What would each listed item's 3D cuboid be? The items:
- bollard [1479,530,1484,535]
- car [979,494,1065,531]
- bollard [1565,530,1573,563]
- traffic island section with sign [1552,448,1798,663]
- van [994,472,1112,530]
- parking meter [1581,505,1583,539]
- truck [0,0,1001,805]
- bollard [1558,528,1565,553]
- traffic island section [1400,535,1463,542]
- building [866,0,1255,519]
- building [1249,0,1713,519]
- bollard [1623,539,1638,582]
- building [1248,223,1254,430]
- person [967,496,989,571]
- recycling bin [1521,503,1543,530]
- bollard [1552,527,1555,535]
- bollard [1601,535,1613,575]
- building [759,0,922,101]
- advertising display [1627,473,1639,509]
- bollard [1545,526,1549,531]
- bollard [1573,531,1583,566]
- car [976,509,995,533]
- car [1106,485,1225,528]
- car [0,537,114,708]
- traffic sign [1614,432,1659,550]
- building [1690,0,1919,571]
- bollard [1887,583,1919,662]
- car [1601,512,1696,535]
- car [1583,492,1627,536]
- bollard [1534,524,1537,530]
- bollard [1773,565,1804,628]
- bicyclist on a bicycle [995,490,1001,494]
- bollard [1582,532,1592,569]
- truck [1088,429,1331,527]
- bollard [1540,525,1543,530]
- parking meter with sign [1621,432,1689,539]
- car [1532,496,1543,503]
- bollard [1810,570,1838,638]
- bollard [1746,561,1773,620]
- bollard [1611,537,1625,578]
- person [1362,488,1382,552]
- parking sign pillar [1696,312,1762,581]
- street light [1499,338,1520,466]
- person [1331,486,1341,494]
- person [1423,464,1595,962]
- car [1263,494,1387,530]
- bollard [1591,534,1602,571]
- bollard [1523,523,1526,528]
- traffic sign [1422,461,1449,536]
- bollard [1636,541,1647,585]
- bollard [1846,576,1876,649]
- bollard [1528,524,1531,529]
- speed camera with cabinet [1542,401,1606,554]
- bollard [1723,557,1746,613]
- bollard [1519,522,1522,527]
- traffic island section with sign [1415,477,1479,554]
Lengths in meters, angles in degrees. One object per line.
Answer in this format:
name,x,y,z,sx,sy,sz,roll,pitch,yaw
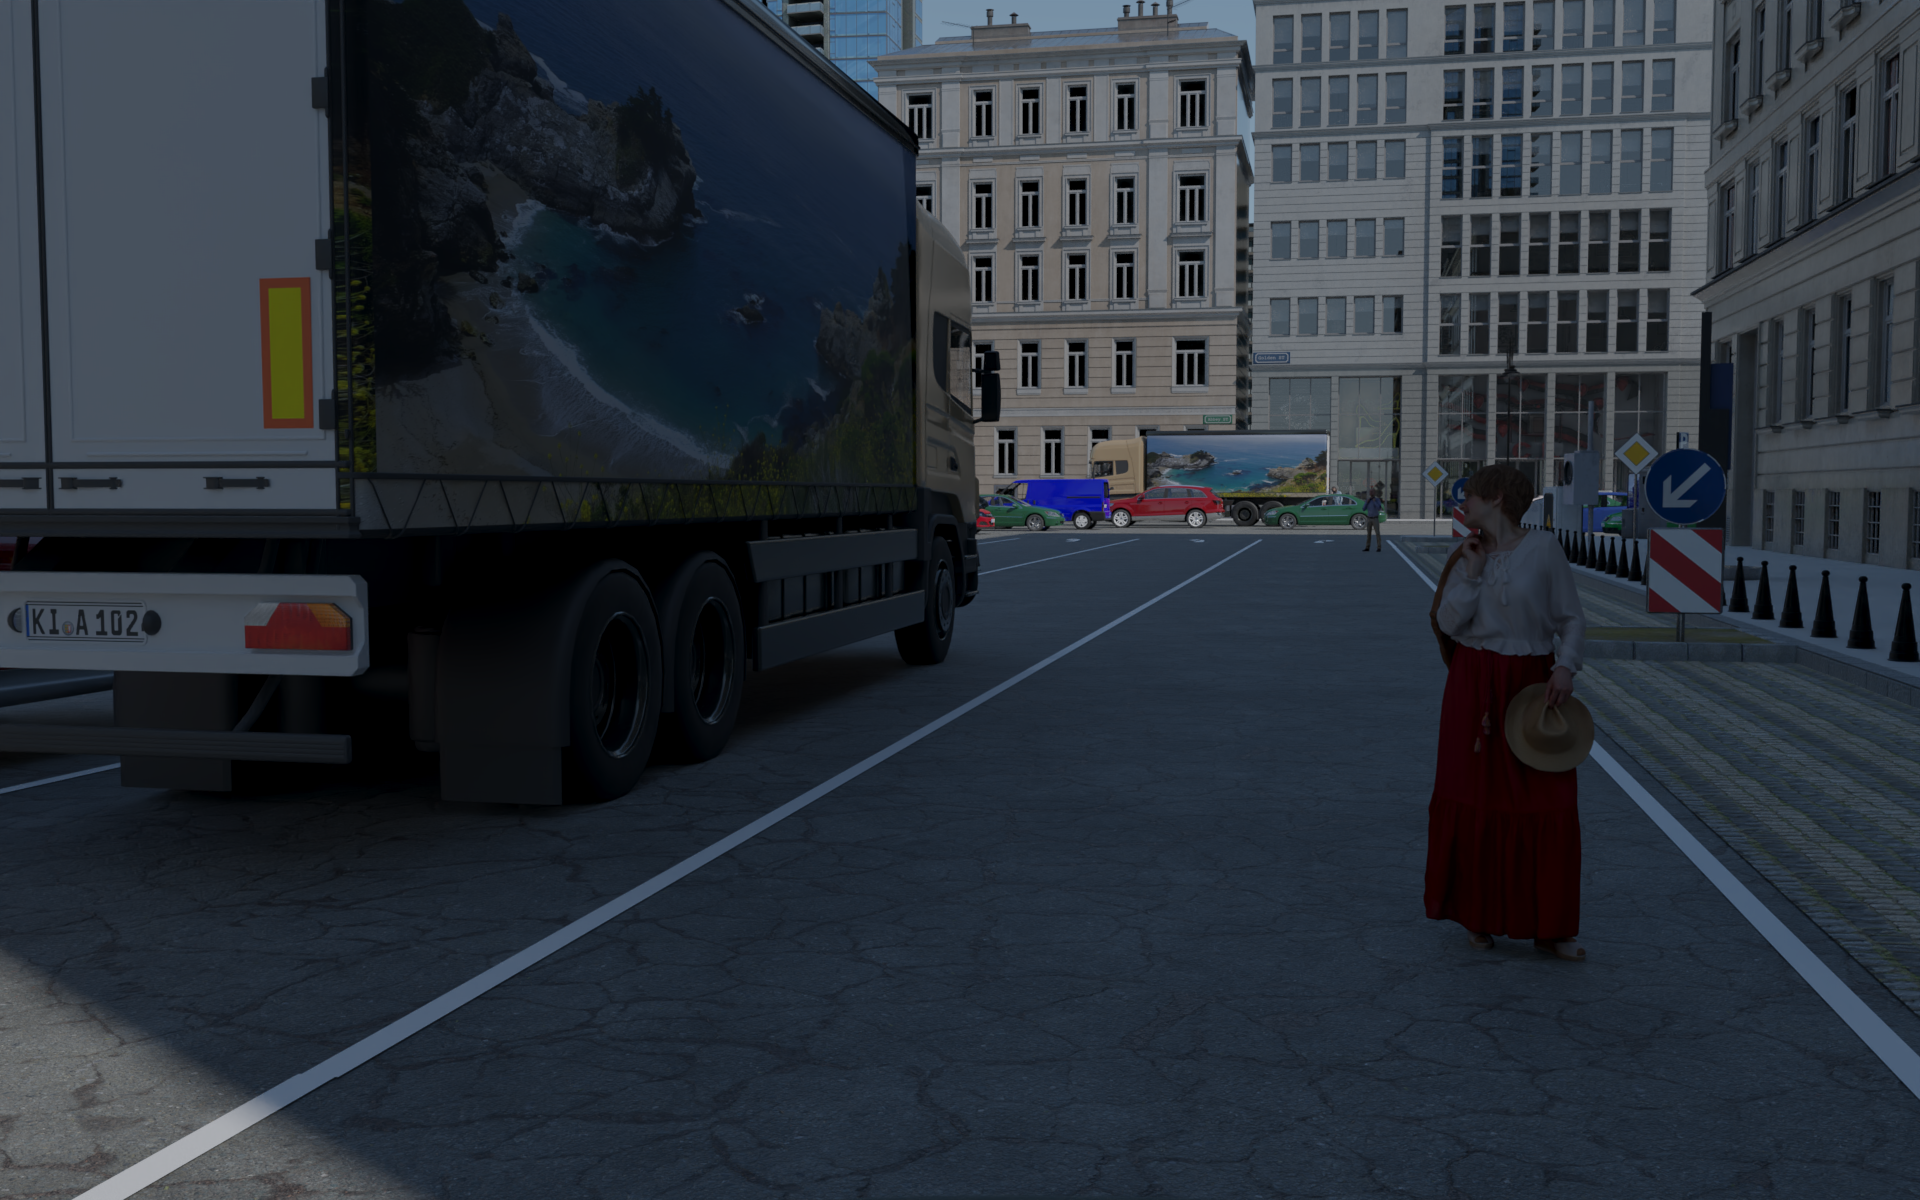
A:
bollard,16.025,-2.267,53.102,0.229,0.601,0.229,0,3,0
car,1.671,-3.421,67.727,4.920,1.459,2.131,1,4,13
bollard,11.400,-0.982,32.099,0.229,0.601,0.229,0,3,0
traffic island section with sign,6.306,-0.433,15.708,1.989,1.847,2.006,1,4,12
van,3.492,-4.050,70.600,5.245,2.365,2.240,1,4,13
parking meter,17.535,-2.656,49.131,0.255,1.863,0.399,1,4,14
truck,-1.999,-1.381,11.494,2.839,4.237,11.283,1,4,12
bollard,11.641,-1.050,33.202,0.229,0.601,0.229,0,3,0
traffic island section,14.379,-1.845,52.443,2.009,0.180,2.903,1,4,12
building,6.238,-19.066,97.641,20.117,28.700,13.634,1,4,12
building,30.633,-19.182,91.117,29.804,29.767,11.434,1,4,12
bollard,9.940,-0.577,25.474,0.229,0.601,0.229,0,3,0
building,44.446,-34.837,253.175,14.086,41.232,14.154,1,4,12
person,0.154,-1.412,32.315,0.841,1.734,0.376,-3,5,-40
recycling bin,15.694,-2.134,47.443,0.722,1.027,0.722,3,5,39
bollard,11.884,-1.117,34.308,0.229,0.601,0.229,0,3,0
bollard,10.428,-0.712,27.688,0.229,0.601,0.229,0,3,0
building,-17.146,-54.577,205.001,31.000,86.520,22.319,1,4,12
advertising display,20.206,-2.838,51.617,0.123,1.923,0.974,-1,4,-11
bollard,12.125,-1.185,35.408,0.229,0.601,0.229,0,3,0
bollard,11.155,-0.915,31.000,0.229,0.601,0.229,0,3,0
car,-0.958,-3.259,62.324,4.494,1.783,2.155,1,4,13
car,8.583,-3.973,73.636,5.304,1.827,2.281,1,4,11
car,-5.898,-0.030,9.163,2.281,1.827,5.304,1,4,13
traffic sign,12.670,-1.915,32.496,0.795,2.450,0.064,1,4,16
building,23.856,-12.056,30.392,16.112,22.955,30.059,1,4,12
bollard,7.259,0.168,13.299,0.229,0.601,0.229,0,3,0
car,22.404,-2.748,53.723,4.718,1.807,1.959,1,4,11
car,20.430,-2.853,56.233,3.694,1.707,1.945,1,4,12
bollard,12.622,-1.320,37.627,0.229,0.601,0.229,0,3,0
bollard,7.991,-0.036,16.632,0.229,0.601,0.229,0,3,0
bicyclist on a bicycle,1.867,-4.407,82.083,1.625,1.676,1.499,1,4,13
bollard,10.913,-0.847,29.889,0.229,0.601,0.229,0,3,0
truck,10.735,-5.415,77.448,11.283,4.237,2.839,1,4,14
bollard,12.373,-1.252,36.516,0.229,0.601,0.229,0,3,0
parking meter with sign,19.757,-3.247,49.347,0.543,3.016,1.738,-3,5,-40
car,27.384,-4.095,79.320,4.827,1.381,2.083,1,4,12
bollard,7.748,0.032,15.517,0.229,0.601,0.229,0,3,0
bollard,8.234,-0.104,17.737,0.229,0.601,0.229,0,3,0
bollard,10.182,-0.644,26.578,0.229,0.601,0.229,0,3,0
person,10.283,-1.993,43.144,0.319,1.574,0.516,-3,5,-43
parking sign pillar,11.412,-2.310,26.248,1.447,3.967,1.447,2,4,23
street light,16.261,-4.806,51.359,0.468,5.910,1.993,1,4,12
person,17.401,-4.350,79.894,0.793,1.790,0.793,0,4,3
person,1.720,0.340,5.410,0.523,1.526,0.387,2,4,33
car,14.764,-3.567,70.124,4.920,1.459,2.131,1,4,12
bollard,10.673,-0.780,28.788,0.229,0.601,0.229,0,3,0
bollard,13.104,-1.457,39.856,0.229,0.601,0.229,0,3,0
traffic sign,14.355,-2.980,52.371,0.795,2.450,0.064,1,4,12
bollard,9.695,-0.509,24.357,0.229,0.601,0.229,0,3,0
bollard,7.503,0.100,14.404,0.229,0.601,0.229,0,3,0
bollard,12.868,-1.389,38.755,0.229,0.601,0.229,0,3,0
speed camera with cabinet,13.253,-2.647,37.610,0.660,3.252,2.038,0,4,1
bollard,8.483,-0.172,18.848,0.229,0.601,0.229,0,3,0
bollard,13.350,-1.524,40.955,0.229,0.601,0.229,0,3,0
traffic island section with sign,12.103,-2.043,42.034,1.989,1.847,2.006,1,4,12
